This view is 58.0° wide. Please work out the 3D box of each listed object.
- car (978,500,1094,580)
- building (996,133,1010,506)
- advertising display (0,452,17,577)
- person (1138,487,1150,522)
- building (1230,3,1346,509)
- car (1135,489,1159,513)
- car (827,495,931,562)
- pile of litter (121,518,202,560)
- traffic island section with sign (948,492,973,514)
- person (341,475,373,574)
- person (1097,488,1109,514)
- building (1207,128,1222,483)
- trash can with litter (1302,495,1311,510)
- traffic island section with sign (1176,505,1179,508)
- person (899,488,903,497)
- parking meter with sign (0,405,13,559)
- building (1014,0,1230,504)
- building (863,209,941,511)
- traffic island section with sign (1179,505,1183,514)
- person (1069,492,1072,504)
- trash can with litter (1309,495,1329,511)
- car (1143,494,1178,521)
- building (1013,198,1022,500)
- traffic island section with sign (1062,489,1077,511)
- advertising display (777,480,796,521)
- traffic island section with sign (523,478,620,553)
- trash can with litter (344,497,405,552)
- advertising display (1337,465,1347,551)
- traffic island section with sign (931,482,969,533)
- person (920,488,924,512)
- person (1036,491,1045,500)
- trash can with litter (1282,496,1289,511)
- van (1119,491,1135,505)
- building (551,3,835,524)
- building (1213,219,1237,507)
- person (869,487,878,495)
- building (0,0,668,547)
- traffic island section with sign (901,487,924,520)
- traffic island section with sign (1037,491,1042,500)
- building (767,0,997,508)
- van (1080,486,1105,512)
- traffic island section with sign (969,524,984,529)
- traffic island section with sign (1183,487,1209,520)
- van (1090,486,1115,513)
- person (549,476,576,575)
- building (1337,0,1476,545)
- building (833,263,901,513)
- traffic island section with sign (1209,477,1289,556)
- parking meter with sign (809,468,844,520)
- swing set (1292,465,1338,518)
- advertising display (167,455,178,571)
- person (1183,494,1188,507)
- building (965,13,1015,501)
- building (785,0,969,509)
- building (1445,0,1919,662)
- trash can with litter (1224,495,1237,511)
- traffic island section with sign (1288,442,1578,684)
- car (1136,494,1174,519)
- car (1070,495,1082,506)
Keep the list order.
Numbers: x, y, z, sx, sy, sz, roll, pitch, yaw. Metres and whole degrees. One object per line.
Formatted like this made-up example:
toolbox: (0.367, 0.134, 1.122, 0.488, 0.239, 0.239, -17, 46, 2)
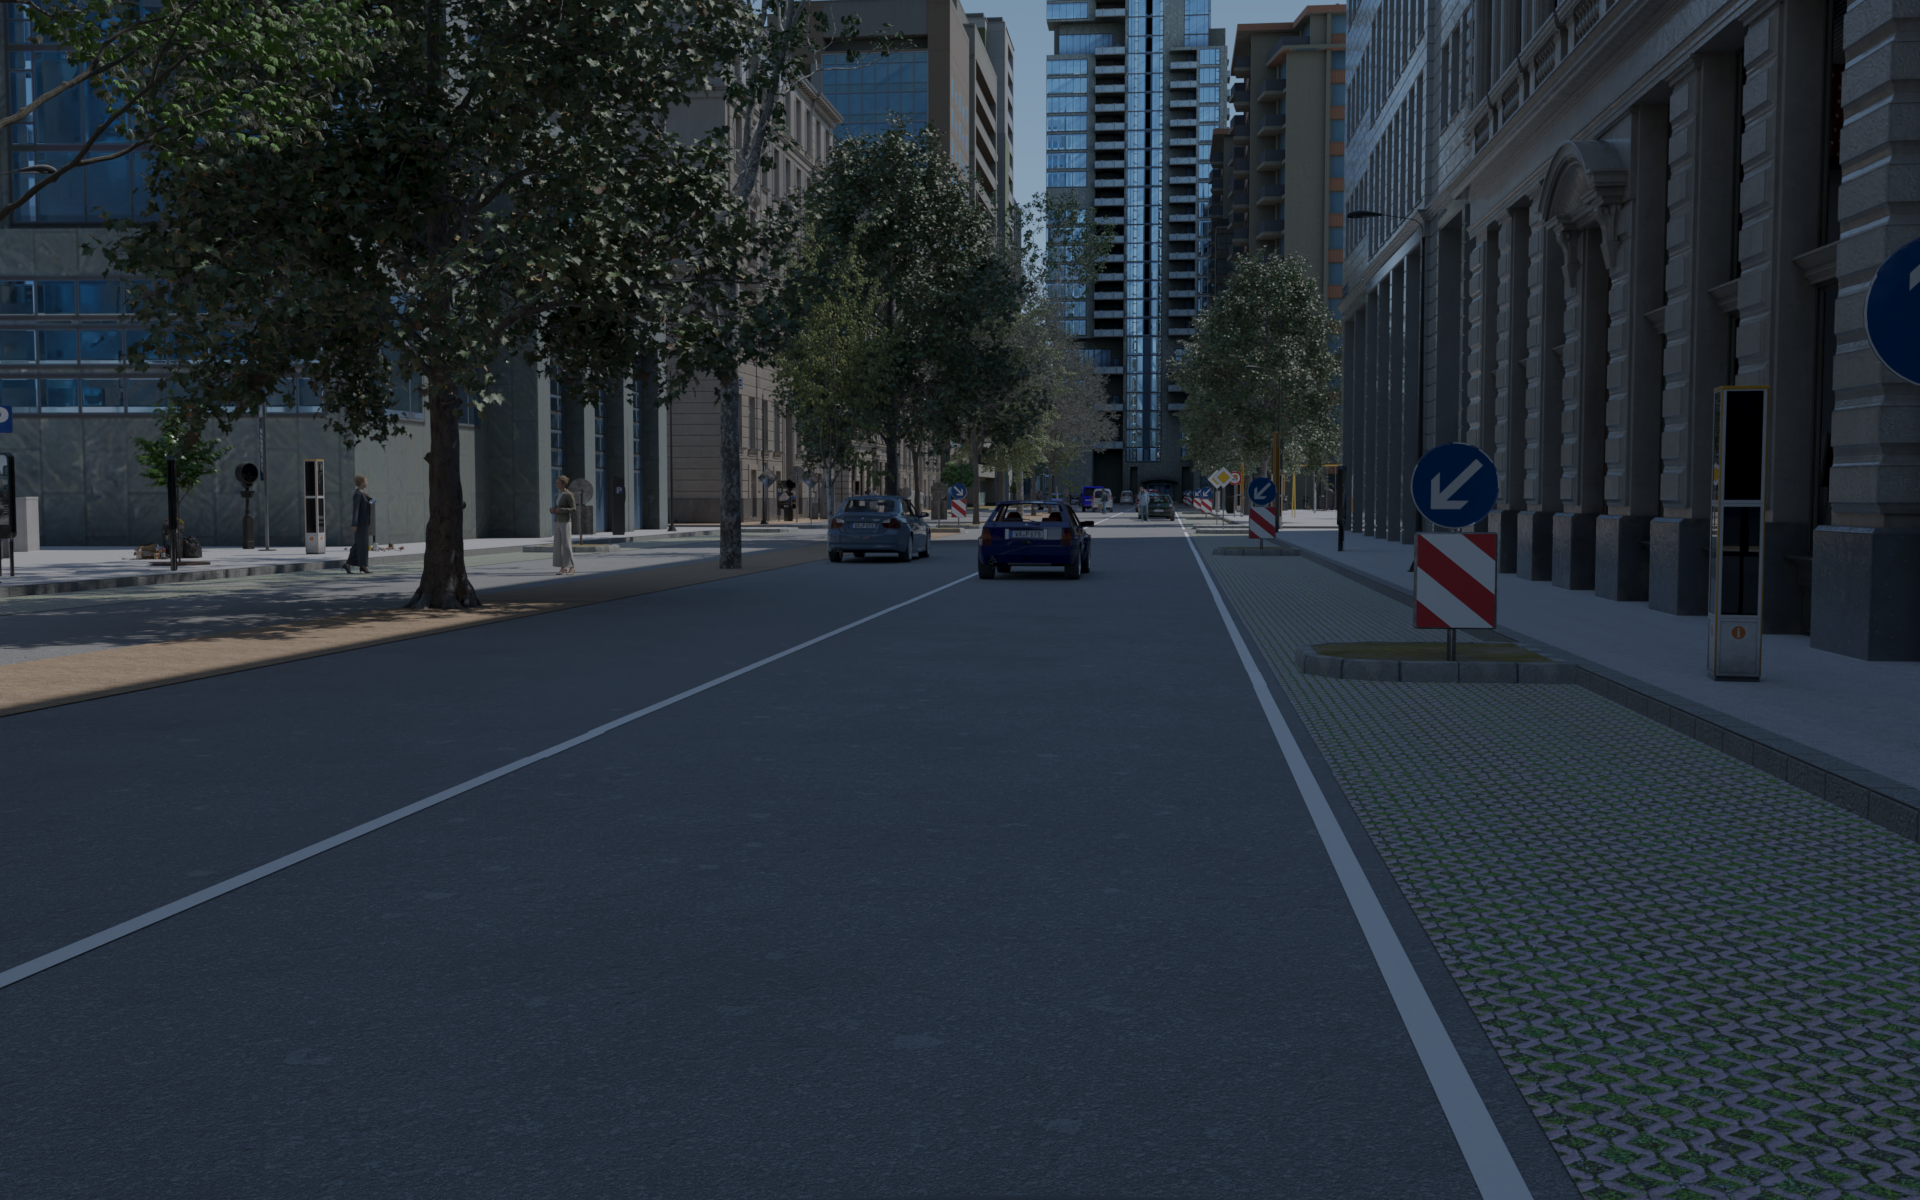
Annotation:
car: (1.353, -1.091, 30.425, 1.945, 1.354, 3.894, 0, 4, 8)
building: (-2.156, -31.065, 191.502, 14.154, 41.232, 14.086, 0, 4, 7)
advertising display: (-15.148, -1.332, 26.986, 0.974, 1.923, 0.123, 1, 4, 15)
person: (9.439, -4.895, 88.792, 0.793, 1.790, 0.793, -2, 4, -30)
building: (36.114, -30.930, 160.329, 22.147, 44.769, 28.867, 0, 4, 7)
car: (14.825, -7.782, 135.908, 2.281, 1.827, 5.304, 0, 4, 7)
car: (-1.735, -1.575, 37.750, 2.014, 1.417, 4.499, 0, 4, 7)
pile of litter: (-15.838, -1.250, 34.400, 1.176, 0.858, 1.719, 3, 5, 41)
traffic island section with sign: (0.223, -7.118, 125.012, 1.989, 1.847, 2.006, 0, 4, 7)
person: (-10.749, -1.346, 30.934, 0.534, 1.772, 0.576, -2, 4, -35)
person: (10.093, -6.943, 122.003, 0.794, 1.824, 0.713, -3, 5, -40)
building: (40.339, -33.587, 203.778, 22.147, 44.769, 28.867, 0, 4, 7)
trash can with litter: (28.162, -7.880, 140.222, 0.624, 1.170, 1.055, -1, 4, -17)
traffic island section with sign: (22.659, -10.012, 172.327, 1.989, 1.847, 2.006, 0, 4, 7)
person: (-3.096, -4.799, 87.517, 0.362, 1.759, 0.519, -2, 4, -30)
parking meter with sign: (-19.254, -2.346, 34.611, 0.543, 3.016, 1.738, -2, 4, -32)
building: (23.961, -56.713, 239.935, 31.000, 86.520, 22.319, 0, 4, 7)
building: (-8.606, -20.439, 131.440, 12.463, 27.353, 25.104, 0, 4, 7)
traffic island section with sign: (16.822, -7.018, 123.378, 1.989, 1.847, 2.006, 0, 4, 7)
person: (12.425, -11.328, 194.420, 0.721, 1.735, 1.217, 0, 4, 6)
trash can with litter: (27.162, -7.320, 130.738, 1.678, 1.210, 2.233, -2, 4, -26)
car: (10.685, -5.089, 92.987, 2.009, 1.686, 4.222, 0, 4, 7)
building: (1.089, -34.025, 239.898, 14.086, 41.232, 14.154, 0, 4, 7)
traffic island section with sign: (8.922, -8.471, 146.634, 2.006, 1.907, 1.989, 0, 4, 7)
advertising display: (-8.110, -4.672, 81.593, 0.974, 1.923, 0.123, 0, 4, 4)
traffic island section with sign: (-9.563, -2.104, 43.021, 1.989, 1.847, 2.006, 0, 4, 7)
trash can with litter: (-13.245, -1.747, 39.619, 1.678, 1.210, 2.233, 0, 4, 6)
advertising display: (8.616, -2.073, 39.108, 0.123, 1.923, 0.974, 1, 4, 18)
traffic island section with sign: (-0.864, -3.458, 64.668, 2.006, 1.907, 1.989, 0, 4, 7)
person: (-2.476, -5.854, 104.404, 0.606, 1.804, 0.583, -3, 5, -41)
person: (8.804, -11.146, 191.450, 1.217, 1.736, 0.721, -2, 4, -25)
trash can with litter: (24.465, -7.365, 131.812, 1.055, 1.170, 0.624, 2, 4, 33)
van: (21.251, -13.062, 220.571, 2.013, 2.044, 4.112, 0, 4, 6)
building: (-14.159, -17.717, 86.930, 12.463, 27.353, 25.104, 0, 4, 7)
building: (33.825, -25.134, 182.636, 14.160, 30.474, 14.107, 0, 4, 7)
person: (-3.863, -4.317, 79.277, 0.606, 1.804, 0.583, 3, 5, 40)
building: (-27.392, -45.183, 51.416, 31.000, 86.520, 22.319, 0, 4, 7)
traffic island section with sign: (-3.059, -5.436, 97.513, 1.989, 1.847, 2.006, 0, 4, 7)
traffic island section with sign: (9.283, -11.759, 200.892, 1.989, 1.847, 2.006, 0, 4, 7)
building: (-7.946, -33.659, 174.032, 21.300, 48.544, 21.600, 0, 4, 7)
van: (10.849, -8.326, 140.518, 2.240, 2.365, 5.245, 0, 4, 5)
traffic island section with sign: (0.024, -3.907, 72.022, 2.006, 1.907, 1.989, 0, 4, 7)
traffic island section with sign: (13.619, -5.381, 96.613, 1.989, 1.847, 2.006, 0, 4, 7)
van: (11.164, -7.872, 135.726, 2.013, 2.044, 4.112, 0, 4, 5)
person: (-7.072, -1.325, 30.707, 0.519, 1.759, 0.362, 3, 4, 38)
building: (17.095, -16.390, 45.471, 11.434, 29.767, 29.804, 0, 4, 7)
building: (-9.908, -14.945, 108.986, 10.561, 19.102, 19.286, 0, 4, 7)
traffic island section with sign: (6.960, -1.966, 40.775, 1.989, 1.847, 2.006, 0, 4, 7)
parking meter with sign: (-6.752, -5.592, 87.687, 1.738, 3.016, 0.543, -2, 4, -26)
swing set: (19.264, -5.842, 93.143, 3.119, 2.851, 2.862, 0, 4, 8)
advertising display: (-13.295, -1.470, 29.249, 0.123, 1.923, 0.974, -2, 4, -23)
person: (23.886, -10.580, 182.002, 0.721, 1.766, 1.217, -3, 4, -38)
building: (-7.778, -41.043, 213.054, 28.212, 58.520, 21.231, 0, 4, 7)
building: (-6.854, -30.907, 155.442, 14.600, 45.320, 14.200, 0, 4, 7)
building: (12.814, -11.761, 21.170, 11.050, 23.489, 19.941, 0, 4, 7)
trash can with litter: (20.824, -7.380, 131.726, 1.678, 1.210, 2.233, -1, 4, -17)
traffic island section with sign: (3.764, -0.329, 14.010, 1.989, 1.847, 2.006, 0, 4, 7)
car: (11.176, -5.356, 99.367, 2.131, 1.459, 4.920, 0, 4, 7)
car: (13.356, -11.586, 202.004, 1.945, 1.354, 3.894, 0, 4, 8)
